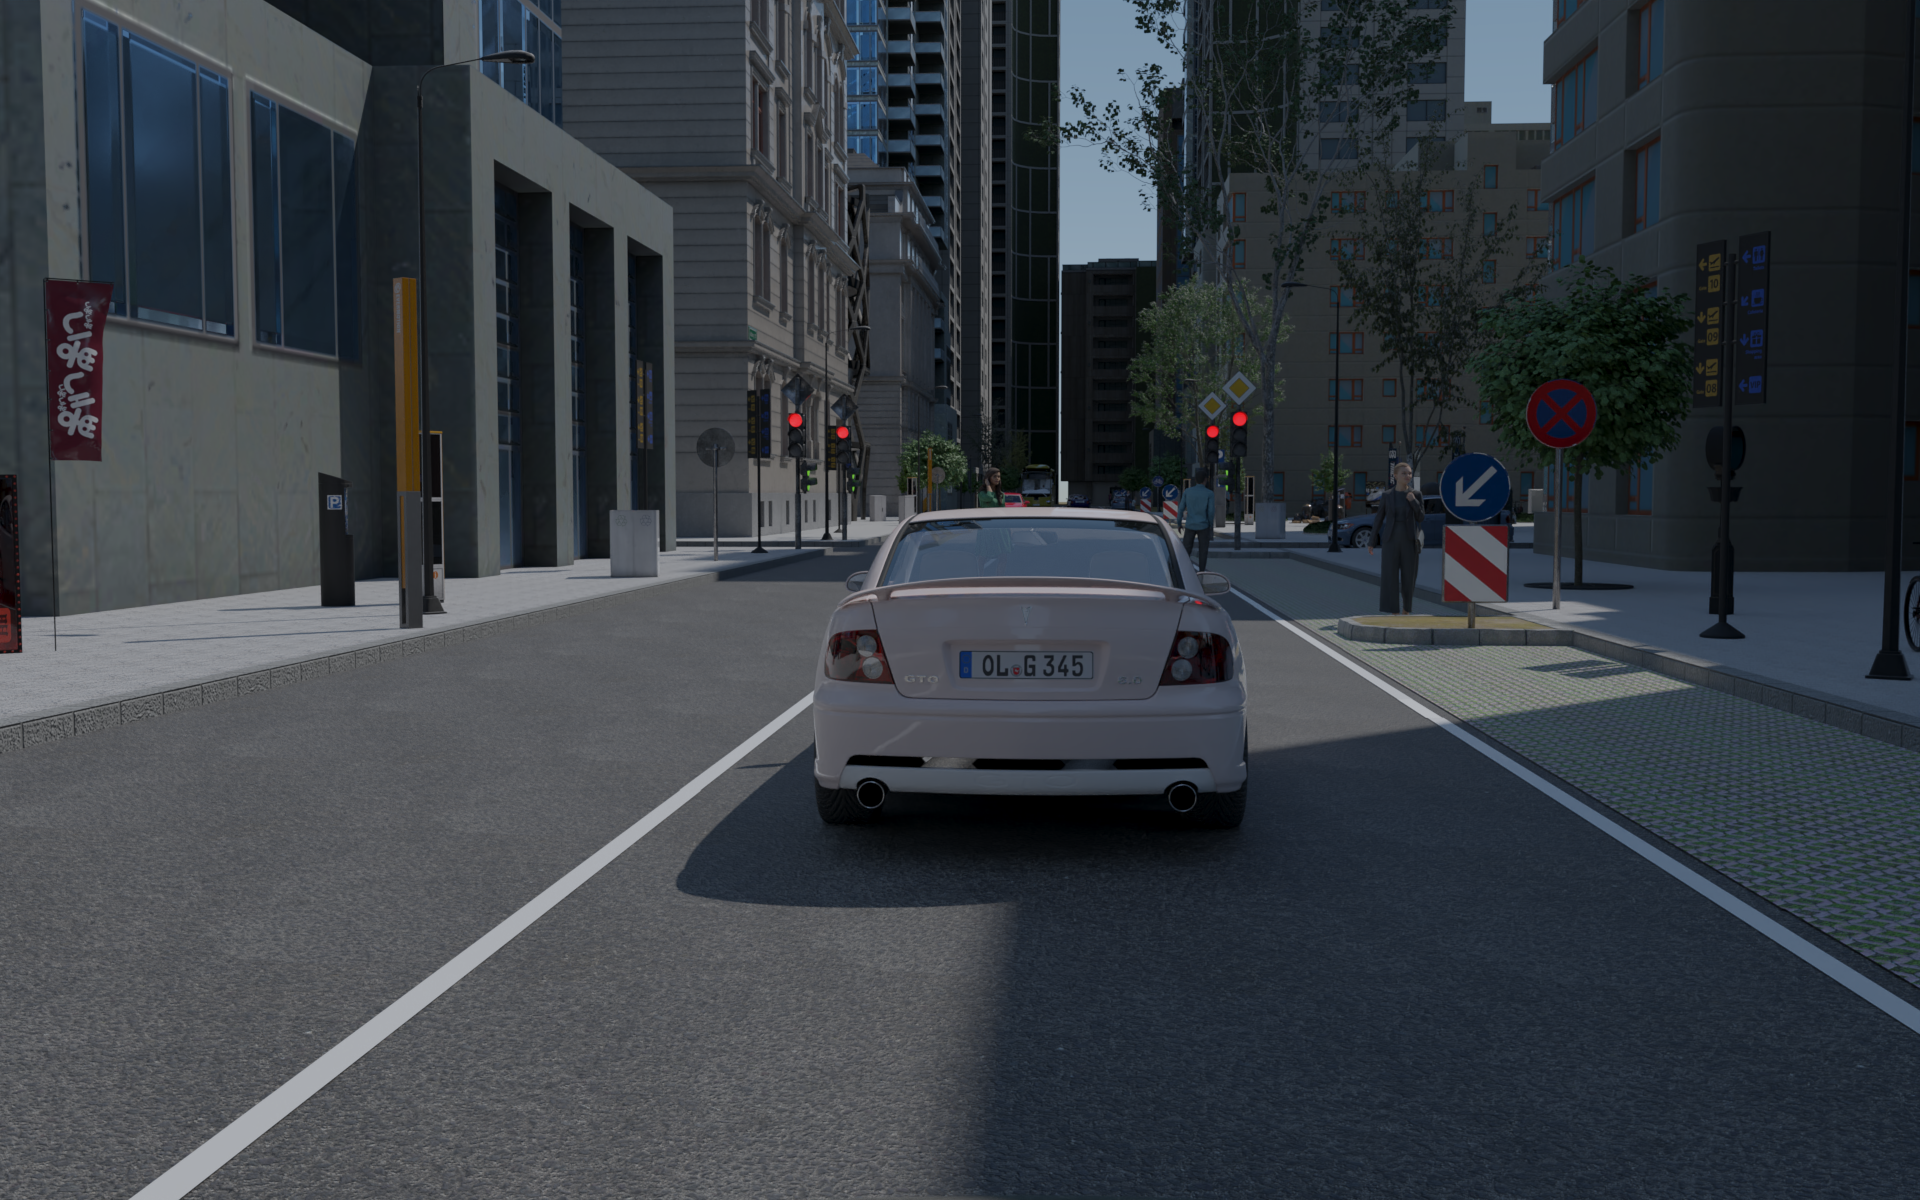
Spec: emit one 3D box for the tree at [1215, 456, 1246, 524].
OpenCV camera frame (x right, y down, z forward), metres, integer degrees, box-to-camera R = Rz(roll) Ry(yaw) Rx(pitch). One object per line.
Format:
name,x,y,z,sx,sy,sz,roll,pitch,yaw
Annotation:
tree,11.747,-4.837,73.680,1.663,3.219,1.824,0,3,0

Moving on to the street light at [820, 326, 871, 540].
street light,-3.170,-4.621,48.096,1.470,5.913,1.316,0,4,4

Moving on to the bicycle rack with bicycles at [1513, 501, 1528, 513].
bicycle rack with bicycles,28.183,-4.667,89.686,2.852,0.926,2.925,2,4,35

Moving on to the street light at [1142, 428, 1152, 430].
street light,13.578,-9.165,122.395,1.470,5.913,1.316,0,4,4

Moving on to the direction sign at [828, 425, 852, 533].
direction sign,-3.999,-3.992,57.269,0.876,3.537,0.379,-2,4,-25

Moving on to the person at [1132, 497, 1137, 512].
person,11.548,-6.216,114.822,0.352,1.250,0.332,1,4,15

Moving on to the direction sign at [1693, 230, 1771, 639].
direction sign,6.819,-1.431,15.386,0.379,3.537,0.876,-1,4,-17

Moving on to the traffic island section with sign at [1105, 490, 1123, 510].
traffic island section with sign,15.790,-10.245,176.138,1.989,1.847,2.006,0,4,4

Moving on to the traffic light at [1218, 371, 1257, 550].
traffic light,6.337,-3.097,39.564,0.839,4.253,0.868,0,4,4

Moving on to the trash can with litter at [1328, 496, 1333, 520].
trash can with litter,13.448,-3.133,62.280,1.678,1.210,2.233,0,4,6

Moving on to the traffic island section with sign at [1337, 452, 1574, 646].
traffic island section with sign,4.835,-0.526,17.227,1.989,1.847,2.006,0,4,4

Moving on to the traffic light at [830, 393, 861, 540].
traffic light,-3.203,-3.626,48.207,0.839,4.253,0.868,0,4,4

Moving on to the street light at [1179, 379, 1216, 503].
street light,9.736,-5.963,70.033,1.470,5.913,1.316,0,4,4

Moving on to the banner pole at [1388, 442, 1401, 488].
banner pole,20.875,-5.693,83.095,0.401,3.779,0.863,-3,5,-40

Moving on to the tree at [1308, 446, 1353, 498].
tree,14.895,-4.628,70.267,1.663,3.219,1.824,0,3,0

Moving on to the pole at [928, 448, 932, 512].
pole,-1.336,-5.074,76.802,0.158,3.312,0.155,0,3,0

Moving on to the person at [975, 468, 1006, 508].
person,0.445,-0.935,24.037,0.529,1.795,0.600,3,5,43

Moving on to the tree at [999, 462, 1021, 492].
tree,5.009,-11.948,179.070,4.285,4.588,4.351,0,3,0

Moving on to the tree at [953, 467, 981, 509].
tree,0.134,-7.565,118.290,1.663,3.219,1.824,0,3,0

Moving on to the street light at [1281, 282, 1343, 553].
street light,7.721,-4.006,38.041,1.470,5.913,1.316,0,4,4

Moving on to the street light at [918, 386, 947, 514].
street light,-1.237,-6.240,74.569,1.470,5.913,1.316,0,4,4

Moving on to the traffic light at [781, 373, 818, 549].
traffic light,-3.752,-3.139,40.241,0.839,4.253,0.868,0,4,4

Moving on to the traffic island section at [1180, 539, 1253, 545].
traffic island section,6.925,-1.551,47.642,2.009,0.180,2.903,0,4,4

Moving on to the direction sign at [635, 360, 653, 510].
direction sign,-5.410,-2.308,29.739,0.379,3.537,0.876,0,4,7

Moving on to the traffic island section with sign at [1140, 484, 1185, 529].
traffic island section with sign,8.618,-3.887,72.183,1.989,1.847,2.006,0,4,4

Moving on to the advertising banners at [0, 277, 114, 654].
advertising banners,-7.793,-1.074,13.740,2.074,3.025,0.090,-3,4,-38

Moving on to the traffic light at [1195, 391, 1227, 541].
traffic light,6.886,-3.585,47.531,0.839,4.253,0.868,0,4,4

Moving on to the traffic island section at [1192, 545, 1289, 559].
traffic island section,6.376,-1.064,39.676,2.009,0.180,2.903,0,4,4

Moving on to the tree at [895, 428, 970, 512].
tree,-1.521,-6.272,86.267,4.285,4.588,4.351,0,3,0

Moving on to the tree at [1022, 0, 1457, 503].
tree,8.904,-12.264,56.404,12.611,20.169,13.585,0,3,0

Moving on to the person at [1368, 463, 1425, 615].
person,4.793,-0.614,18.964,0.576,1.772,0.534,0,4,-6

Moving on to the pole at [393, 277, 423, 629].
pole,-5.252,-1.384,16.476,0.158,3.312,0.155,0,3,0

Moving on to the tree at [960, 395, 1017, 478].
tree,2.199,-10.943,129.285,4.360,8.622,3.978,0,3,0

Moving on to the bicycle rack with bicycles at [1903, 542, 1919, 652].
bicycle rack with bicycles,8.424,0.046,12.627,2.852,0.926,2.925,1,4,18

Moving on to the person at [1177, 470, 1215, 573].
person,3.824,-1.203,28.192,0.660,1.820,0.620,1,4,21

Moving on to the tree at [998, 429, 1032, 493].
tree,6.179,-14.797,192.294,4.737,8.622,4.395,0,3,0

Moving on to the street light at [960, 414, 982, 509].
street light,0.596,-7.836,100.665,1.470,5.913,1.316,0,4,4

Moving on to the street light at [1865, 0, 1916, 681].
street light,5.942,-2.410,11.941,1.470,5.913,1.316,0,4,4

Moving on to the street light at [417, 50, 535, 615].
street light,-5.149,-2.801,18.336,1.470,5.913,1.316,0,4,4

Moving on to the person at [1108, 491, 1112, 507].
person,15.582,-10.475,180.450,0.721,1.739,1.217,0,4,-6

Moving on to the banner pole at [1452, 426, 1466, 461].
banner pole,18.316,-4.500,63.590,0.863,3.779,0.401,-2,4,-33

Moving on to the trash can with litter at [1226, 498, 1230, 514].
trash can with litter,13.590,-4.711,88.408,1.055,1.170,0.624,-3,5,-42

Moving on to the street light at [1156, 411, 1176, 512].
street light,11.753,-7.558,96.117,1.470,5.913,1.316,0,4,4

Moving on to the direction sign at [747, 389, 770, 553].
direction sign,-4.366,-2.790,37.606,0.379,3.537,0.876,-3,4,-39

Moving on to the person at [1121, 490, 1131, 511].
person,12.586,-7.459,131.251,0.742,1.727,0.445,-1,4,-15

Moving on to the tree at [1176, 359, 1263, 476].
tree,13.368,-8.571,90.501,4.737,8.622,4.395,0,3,0

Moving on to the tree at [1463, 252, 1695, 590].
tree,8.588,-2.449,23.753,4.285,4.588,4.351,0,3,0

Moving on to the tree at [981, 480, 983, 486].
tree,0.937,-7.967,124.864,1.663,3.219,1.824,0,3,0

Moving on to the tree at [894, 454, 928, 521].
tree,-2.508,-5.386,82.662,1.663,3.219,1.824,0,3,0

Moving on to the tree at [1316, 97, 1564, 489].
tree,8.703,-5.024,32.503,4.360,8.622,3.978,0,3,0

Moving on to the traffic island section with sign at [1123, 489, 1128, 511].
traffic island section with sign,10.497,-5.542,99.240,1.989,1.847,2.006,0,4,4

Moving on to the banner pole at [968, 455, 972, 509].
banner pole,0.633,-7.381,110.699,0.401,3.779,0.863,-1,4,-15

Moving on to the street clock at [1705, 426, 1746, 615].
street clock,8.129,-0.848,18.428,0.471,2.002,0.358,-3,5,-41

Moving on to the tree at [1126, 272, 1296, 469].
tree,11.381,-9.437,80.053,9.928,11.665,9.643,0,3,0
